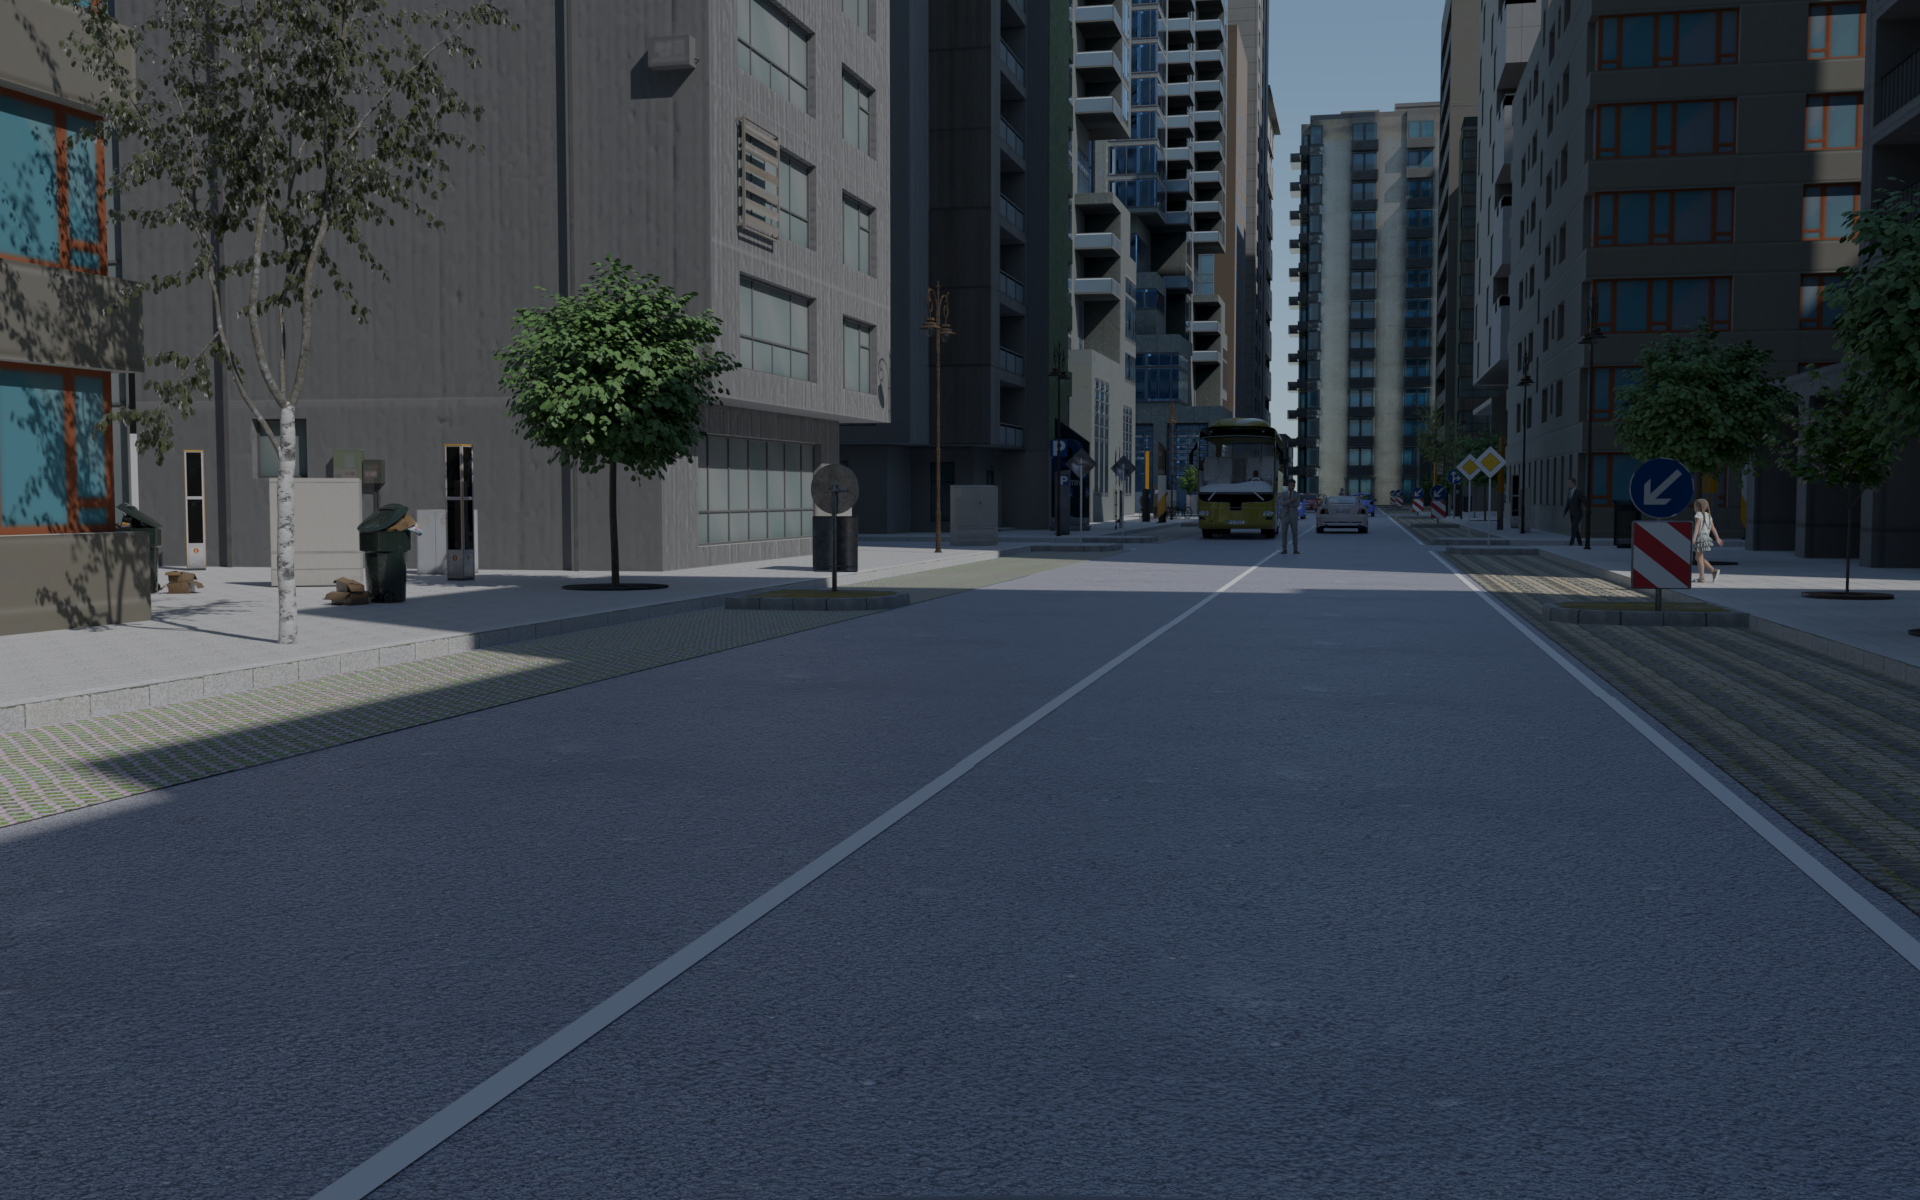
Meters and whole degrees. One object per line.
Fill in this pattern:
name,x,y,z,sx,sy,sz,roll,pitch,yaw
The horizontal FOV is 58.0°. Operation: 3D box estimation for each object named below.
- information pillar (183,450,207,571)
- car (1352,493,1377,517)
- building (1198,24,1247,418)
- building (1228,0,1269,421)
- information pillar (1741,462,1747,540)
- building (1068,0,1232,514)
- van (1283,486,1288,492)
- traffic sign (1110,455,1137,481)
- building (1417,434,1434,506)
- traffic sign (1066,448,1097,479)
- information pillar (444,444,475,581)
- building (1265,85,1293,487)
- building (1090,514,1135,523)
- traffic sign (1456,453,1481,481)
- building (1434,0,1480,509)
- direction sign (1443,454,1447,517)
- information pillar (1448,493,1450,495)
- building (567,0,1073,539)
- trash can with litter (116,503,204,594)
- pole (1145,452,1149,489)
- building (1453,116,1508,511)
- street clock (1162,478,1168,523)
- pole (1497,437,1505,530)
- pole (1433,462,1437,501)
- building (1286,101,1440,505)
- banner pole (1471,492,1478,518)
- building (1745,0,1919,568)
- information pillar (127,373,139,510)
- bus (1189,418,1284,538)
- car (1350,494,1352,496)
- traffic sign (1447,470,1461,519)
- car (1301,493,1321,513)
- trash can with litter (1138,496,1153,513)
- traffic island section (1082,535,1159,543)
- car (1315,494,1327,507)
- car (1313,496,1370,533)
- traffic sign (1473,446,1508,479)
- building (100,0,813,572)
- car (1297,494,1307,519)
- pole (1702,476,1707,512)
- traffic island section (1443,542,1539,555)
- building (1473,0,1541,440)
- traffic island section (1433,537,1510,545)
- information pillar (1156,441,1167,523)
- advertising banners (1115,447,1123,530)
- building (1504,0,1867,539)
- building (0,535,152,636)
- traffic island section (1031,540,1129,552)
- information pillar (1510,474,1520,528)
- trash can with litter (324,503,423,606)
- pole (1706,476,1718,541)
information pillar,-12.846,-1.504,29.090,0.304,2.012,0.304,-1,4,-23
car,25.650,-6.184,110.703,1.945,1.707,3.694,1,4,14
building,19.705,-31.480,164.809,14.600,45.320,14.200,1,4,13
building,22.869,-45.992,190.218,20.611,71.187,20.563,1,4,13
information pillar,22.046,-3.495,48.494,0.183,3.616,0.504,0,4,0
building,11.729,-50.705,141.704,22.319,86.520,31.000,1,4,13
van,17.148,-5.293,93.554,2.013,2.044,4.112,1,4,14
traffic sign,4.871,-3.037,51.839,0.795,2.593,0.064,1,4,13
building,58.849,-52.743,175.017,22.319,86.520,31.000,1,4,13
traffic sign,3.069,-2.561,44.059,0.795,2.593,0.064,1,4,13
information pillar,-7.424,-1.298,25.706,0.304,2.012,0.304,1,4,18
building,28.804,-38.813,223.827,27.495,52.752,28.713,1,4,13
building,-1.527,-47.683,92.284,22.319,86.520,31.000,1,4,13
traffic sign,14.604,-2.898,49.572,0.795,2.593,0.064,1,4,13
building,53.004,-32.225,150.582,21.300,48.544,21.600,1,4,13
direction sign,27.437,-6.497,98.219,0.379,3.537,0.876,1,4,15
information pillar,31.714,-6.613,112.609,0.304,2.012,0.304,2,4,26
building,-4.065,-23.061,60.636,14.154,41.232,14.086,1,4,13
trash can with litter,-10.356,-0.672,22.379,1.055,1.170,0.624,-1,4,-10
pole,8.959,-5.452,82.982,0.158,3.312,0.155,0,3,0
building,45.653,-22.173,134.233,14.160,30.474,14.107,1,4,13
street clock,9.206,-4.492,78.016,0.358,2.002,0.471,0,4,2
pole,19.271,-4.151,61.704,0.158,3.312,0.155,0,3,0
pole,30.291,-7.130,110.415,0.158,3.312,0.155,0,3,0
building,56.350,-36.383,214.470,30.456,49.044,23.786,1,4,13
banner pole,28.202,-6.411,94.844,0.401,3.779,0.863,1,4,15
building,25.719,-35.914,25.446,20.563,71.187,20.611,1,4,13
information pillar,-11.460,-1.997,24.006,0.183,3.616,0.504,-2,4,-28
bus,9.725,-4.156,59.496,2.896,3.916,12.252,1,4,11
car,31.536,-7.766,137.191,2.015,1.641,3.980,1,4,13
traffic sign,25.805,-5.521,90.376,0.768,2.556,0.104,1,4,17
car,26.942,-7.678,134.576,2.155,1.783,4.494,1,4,12
trash can with litter,12.702,-6.508,117.791,1.055,1.170,0.624,-2,4,-28
traffic island section,4.846,-1.812,51.912,2.009,0.180,2.903,1,4,13
car,36.350,-10.069,174.847,2.015,1.641,3.980,1,4,14
car,14.250,-3.201,64.693,2.083,1.381,4.827,1,4,11
traffic sign,12.802,-2.422,41.793,0.795,2.593,0.064,1,4,13
building,-9.198,-21.512,35.314,14.086,41.232,14.154,1,4,13
car,18.898,-5.472,99.066,1.945,1.707,3.694,1,4,14
pole,20.854,-3.336,48.389,0.158,3.312,0.155,0,3,0
traffic island section,12.826,-1.198,41.870,2.009,0.180,2.903,1,4,13
building,45.102,-31.324,101.386,28.713,52.752,27.495,1,4,13
traffic island section,14.628,-1.674,49.650,2.009,0.180,2.903,1,4,13
information pillar,8.931,-5.214,76.602,0.183,3.616,0.504,-2,4,-35
advertising banners,6.052,-4.227,65.304,0.090,3.025,2.074,1,4,9
building,35.291,-13.153,60.083,28.899,21.520,27.650,1,4,13
building,-24.932,-9.844,5.988,27.650,21.520,28.899,1,4,13
traffic island section,3.044,-1.336,44.132,2.009,0.180,2.903,1,4,13
information pillar,20.784,-3.691,64.835,0.304,2.012,0.304,1,4,15
trash can with litter,-6.871,-0.544,20.274,0.624,1.170,1.055,2,4,28
pole,20.691,-3.282,47.503,0.158,3.312,0.155,0,3,0
